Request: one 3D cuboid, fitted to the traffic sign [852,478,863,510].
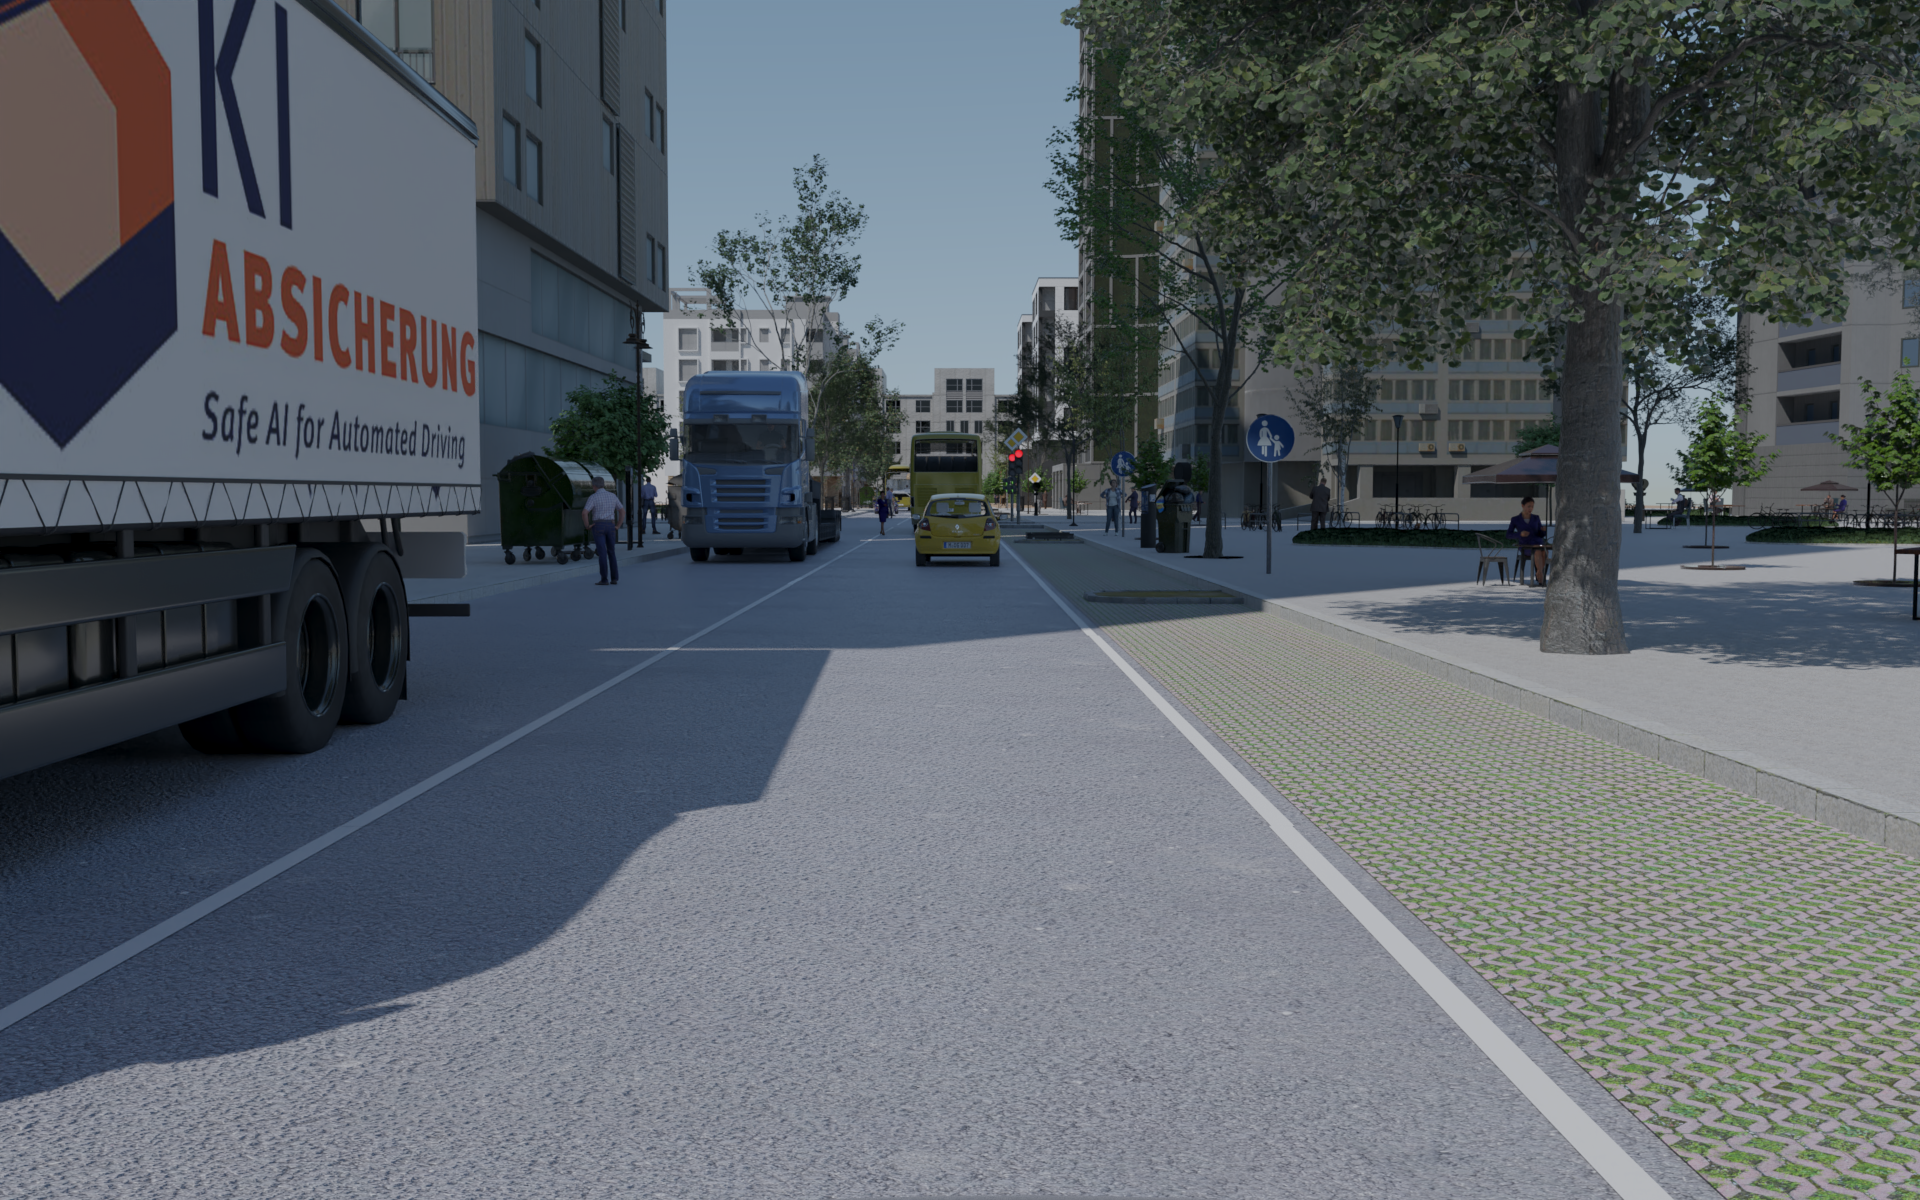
[{"bbox_3d":[-8.431,-8.689,142.073,0.884,2.594,0.081,0,4,0],"label":"traffic sign"}]

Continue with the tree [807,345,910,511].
[{"bbox_3d":[-8.664,-13.254,133.710,9.611,12.733,9.660,0,3,0],"label":"tree"}]

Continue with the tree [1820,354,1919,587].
[{"bbox_3d":[13.113,-1.803,24.075,1.663,3.219,1.824,0,3,0],"label":"tree"}]

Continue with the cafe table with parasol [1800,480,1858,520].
[{"bbox_3d":[43.137,-4.960,85.969,2.610,1.966,2.610,1,4,22],"label":"cafe table with parasol"}]

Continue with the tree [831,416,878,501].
[{"bbox_3d":[-9.266,-11.950,145.747,4.360,8.622,3.978,0,3,0],"label":"tree"}]

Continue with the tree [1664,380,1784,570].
[{"bbox_3d":[12.763,-2.128,29.399,1.663,3.219,1.824,0,3,0],"label":"tree"}]

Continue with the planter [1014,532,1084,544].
[{"bbox_3d":[2.582,-1.811,50.746,1.991,0.319,1.994,0,4,0],"label":"planter"}]

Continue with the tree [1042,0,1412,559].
[{"bbox_3d":[5.203,-6.630,34.150,9.928,11.665,9.643,0,3,0],"label":"tree"}]

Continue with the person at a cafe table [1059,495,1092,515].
[{"bbox_3d":[6.893,-5.778,105.324,1.726,1.238,1.698,-1,4,-21],"label":"person at a cafe table"}]

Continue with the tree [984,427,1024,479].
[{"bbox_3d":[4.686,-13.808,176.122,4.737,8.622,4.395,0,3,0],"label":"tree"}]

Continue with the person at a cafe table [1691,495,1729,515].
[{"bbox_3d":[40.246,-4.983,92.340,1.698,1.238,1.726,0,4,8],"label":"person at a cafe table"}]

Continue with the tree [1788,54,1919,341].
[{"bbox_3d":[21.767,-7.583,34.357,12.009,13.543,11.850,0,3,0],"label":"tree"}]

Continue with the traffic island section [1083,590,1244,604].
[{"bbox_3d":[2.685,-0.032,23.395,1.991,0.108,1.994,0,4,0],"label":"traffic island section"}]

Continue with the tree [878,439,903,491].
[{"bbox_3d":[-9.516,-16.774,224.612,4.737,8.622,4.395,0,3,0],"label":"tree"}]

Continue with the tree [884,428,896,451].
[{"bbox_3d":[-8.493,-13.566,172.159,4.360,8.622,3.978,0,3,0],"label":"tree"}]

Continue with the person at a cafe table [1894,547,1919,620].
[{"bbox_3d":[10.606,-0.407,17.521,1.726,1.238,1.698,3,5,40],"label":"person at a cafe table"}]

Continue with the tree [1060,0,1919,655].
[{"bbox_3d":[5.026,-6.554,13.810,9.857,13.997,8.962,0,3,0],"label":"tree"}]

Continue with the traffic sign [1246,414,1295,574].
[{"bbox_3d":[4.967,-1.693,27.781,0.768,2.556,0.104,0,4,6],"label":"traffic sign"}]

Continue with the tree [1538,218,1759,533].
[{"bbox_3d":[22.551,-7.468,56.520,7.601,10.594,8.767,-1,4,-15],"label":"tree"}]

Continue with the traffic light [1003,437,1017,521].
[{"bbox_3d":[2.422,-5.642,81.161,0.839,4.253,0.868,0,4,0],"label":"traffic light"}]

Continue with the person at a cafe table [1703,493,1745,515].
[{"bbox_3d":[37.189,-4.656,84.638,1.698,1.524,1.622,-3,5,-42],"label":"person at a cafe table"}]

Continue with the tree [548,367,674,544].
[{"bbox_3d":[-9.002,-3.757,45.140,4.285,4.588,4.351,0,3,0],"label":"tree"}]

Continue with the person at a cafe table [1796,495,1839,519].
[{"bbox_3d":[44.763,-4.841,90.007,1.726,1.238,1.698,-1,4,-12],"label":"person at a cafe table"}]

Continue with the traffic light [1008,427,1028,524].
[{"bbox_3d":[2.453,-5.153,73.176,0.839,4.253,0.868,0,4,0],"label":"traffic light"}]

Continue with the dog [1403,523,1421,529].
[{"bbox_3d":[12.159,-1.820,46.589,0.406,0.507,0.540,1,4,23],"label":"dog"}]

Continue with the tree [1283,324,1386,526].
[{"bbox_3d":[15.178,-7.258,69.031,4.360,8.622,3.978,0,3,0],"label":"tree"}]

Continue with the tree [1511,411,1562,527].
[{"bbox_3d":[23.525,-5.197,68.685,4.285,4.588,4.351,0,3,0],"label":"tree"}]

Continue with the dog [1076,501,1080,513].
[{"bbox_3d":[8.040,-6.230,116.247,0.800,0.831,0.513,-3,5,-41],"label":"dog"}]

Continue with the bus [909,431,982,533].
[{"bbox_3d":[-0.586,-4.601,66.775,2.896,3.916,12.252,0,4,-1],"label":"bus"}]

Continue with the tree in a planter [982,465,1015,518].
[{"bbox_3d":[2.359,-6.651,105.961,1.991,3.239,1.994,0,4,0],"label":"tree in a planter"}]

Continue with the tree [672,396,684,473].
[{"bbox_3d":[-18.830,-10.606,123.774,4.737,8.622,4.395,0,3,0],"label":"tree"}]

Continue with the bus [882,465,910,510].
[{"bbox_3d":[-5.080,-9.644,149.230,2.896,3.916,12.252,0,4,-1],"label":"bus"}]

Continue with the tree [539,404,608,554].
[{"bbox_3d":[-8.411,-2.602,37.147,1.663,3.219,1.824,0,3,0],"label":"tree"}]

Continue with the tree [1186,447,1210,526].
[{"bbox_3d":[9.758,-4.634,70.368,1.663,3.219,1.824,0,3,0],"label":"tree"}]

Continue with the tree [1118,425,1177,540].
[{"bbox_3d":[5.275,-3.305,48.643,1.663,3.219,1.824,0,3,0],"label":"tree"}]

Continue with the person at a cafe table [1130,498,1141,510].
[{"bbox_3d":[13.468,-7.298,130.176,1.698,1.238,1.726,-2,4,-29],"label":"person at a cafe table"}]

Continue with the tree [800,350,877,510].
[{"bbox_3d":[-9.246,-10.936,113.211,8.767,10.594,7.601,2,4,25],"label":"tree"}]

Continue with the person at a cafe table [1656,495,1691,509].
[{"bbox_3d":[43.476,-5.765,105.118,1.726,1.238,1.698,0,4,-5],"label":"person at a cafe table"}]

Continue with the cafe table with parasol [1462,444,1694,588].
[{"bbox_3d":[8.129,-1.170,23.992,2.610,1.966,2.610,-2,4,-31],"label":"cafe table with parasol"}]

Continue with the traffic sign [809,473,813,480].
[{"bbox_3d":[-7.789,-5.377,87.919,0.884,2.594,0.081,0,4,3],"label":"traffic sign"}]

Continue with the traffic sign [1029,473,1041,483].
[{"bbox_3d":[4.561,-6.429,104.851,0.795,2.593,0.064,1,4,8],"label":"traffic sign"}]

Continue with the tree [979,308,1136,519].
[{"bbox_3d":[5.296,-9.390,87.943,7.601,10.594,8.767,-3,4,-37],"label":"tree"}]

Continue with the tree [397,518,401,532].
[{"bbox_3d":[-12.635,-3.390,39.138,4.285,4.588,4.351,0,3,0],"label":"tree"}]

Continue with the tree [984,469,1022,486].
[{"bbox_3d":[5.053,-12.436,187.043,4.285,4.588,4.351,0,3,0],"label":"tree"}]

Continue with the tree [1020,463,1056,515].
[{"bbox_3d":[4.936,-6.915,107.669,1.663,3.219,1.824,0,3,0],"label":"tree"}]

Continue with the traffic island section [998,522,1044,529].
[{"bbox_3d":[2.493,-3.120,73.291,2.009,0.180,2.903,0,4,0],"label":"traffic island section"}]

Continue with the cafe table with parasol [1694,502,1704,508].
[{"bbox_3d":[52.535,-7.317,124.505,2.610,1.966,2.610,-1,4,-23],"label":"cafe table with parasol"}]

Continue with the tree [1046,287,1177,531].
[{"bbox_3d":[5.332,-6.732,60.434,4.737,8.622,4.395,0,3,0],"label":"tree"}]

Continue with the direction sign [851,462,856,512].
[{"bbox_3d":[-7.580,-8.030,123.289,0.379,3.537,0.876,-1,4,-11],"label":"direction sign"}]

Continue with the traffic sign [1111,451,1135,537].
[{"bbox_3d":[4.875,-3.153,51.652,0.768,2.556,0.104,0,4,7],"label":"traffic sign"}]

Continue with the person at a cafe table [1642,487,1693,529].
[{"bbox_3d":[25.965,-3.364,63.511,1.622,1.524,1.698,2,4,30],"label":"person at a cafe table"}]

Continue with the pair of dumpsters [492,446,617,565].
[{"bbox_3d":[-7.759,-1.886,33.335,1.574,2.255,4.437,0,4,0],"label":"pair of dumpsters"}]

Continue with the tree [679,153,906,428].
[{"bbox_3d":[-9.500,-14.861,98.862,12.611,20.169,13.585,0,3,0],"label":"tree"}]

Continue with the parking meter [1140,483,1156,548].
[{"bbox_3d":[4.485,-2.007,41.223,0.372,1.533,0.369,0,3,0],"label":"parking meter"}]

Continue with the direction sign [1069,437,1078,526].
[{"bbox_3d":[4.539,-4.716,69.103,0.379,3.537,0.876,0,4,1],"label":"direction sign"}]

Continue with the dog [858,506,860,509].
[{"bbox_3d":[-8.570,-7.894,146.809,0.550,0.427,0.748,3,4,38],"label":"dog"}]

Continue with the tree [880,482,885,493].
[{"bbox_3d":[-9.465,-14.317,228.690,1.663,3.219,1.824,0,3,0],"label":"tree"}]

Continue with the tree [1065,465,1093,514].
[{"bbox_3d":[7.616,-7.315,114.201,1.663,3.219,1.824,0,3,0],"label":"tree"}]
